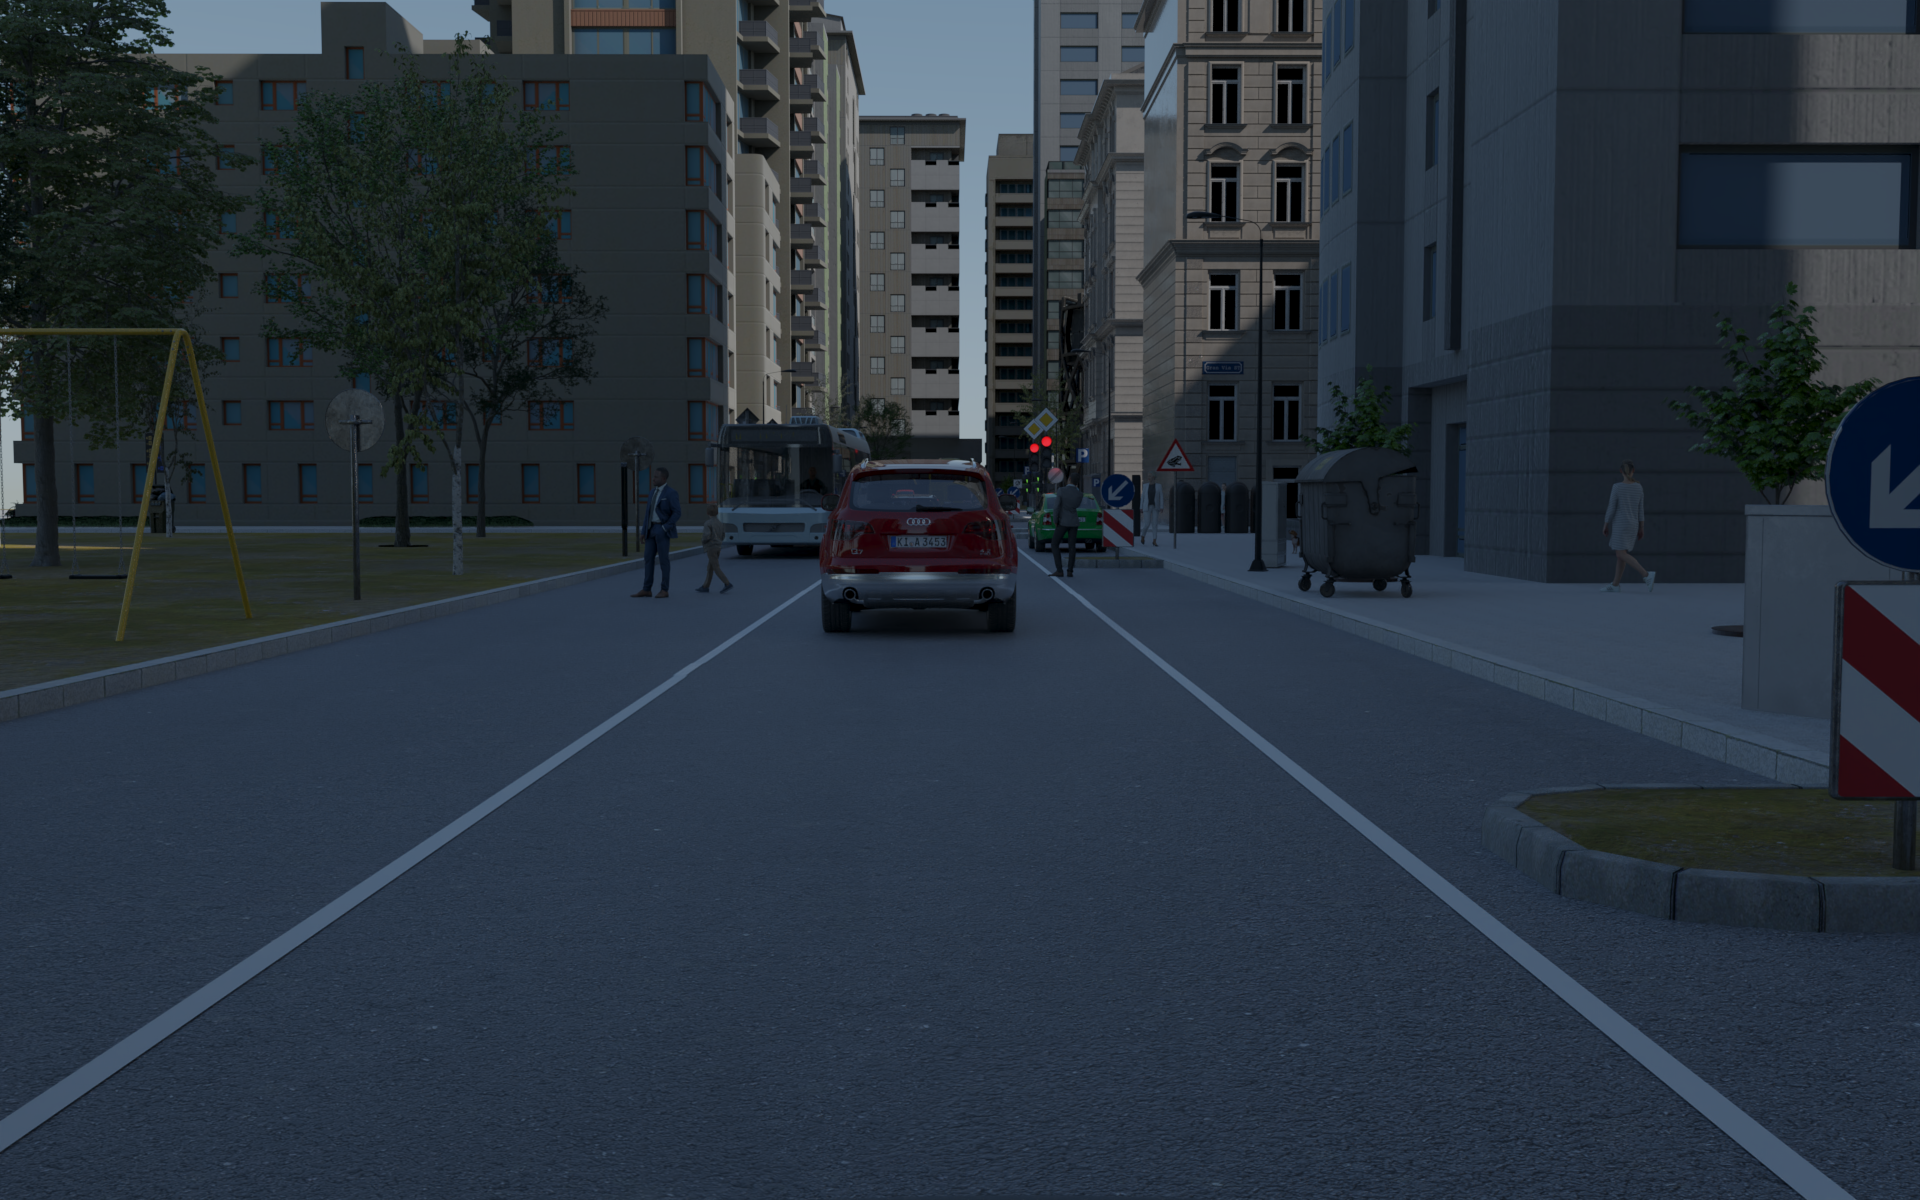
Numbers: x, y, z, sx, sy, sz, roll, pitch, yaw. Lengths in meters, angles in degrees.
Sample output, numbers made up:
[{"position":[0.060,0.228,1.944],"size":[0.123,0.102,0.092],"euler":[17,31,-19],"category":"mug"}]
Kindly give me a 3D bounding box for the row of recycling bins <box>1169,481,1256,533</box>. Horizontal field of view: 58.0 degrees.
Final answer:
[{"position":[8.641,-3.036,56.760],"size":[3.534,1.692,1.069],"euler":[0,4,-3],"category":"row of recycling bins"}]

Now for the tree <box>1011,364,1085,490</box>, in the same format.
[{"position":[5.023,-9.107,99.255],"size":[4.737,8.622,4.395],"euler":[0,3,0],"category":"tree"}]

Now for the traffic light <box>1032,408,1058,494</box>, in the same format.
[{"position":[2.777,-4.123,56.334],"size":[0.839,4.253,0.868],"euler":[0,4,0],"category":"traffic light"}]

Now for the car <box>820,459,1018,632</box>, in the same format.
[{"position":[-0.458,-0.663,19.507],"size":[2.281,1.827,5.304],"euler":[0,4,-1],"category":"car"}]

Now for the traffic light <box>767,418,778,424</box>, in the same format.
[{"position":[-6.932,-4.607,64.245],"size":[0.839,4.253,0.868],"euler":[0,4,0],"category":"traffic light"}]

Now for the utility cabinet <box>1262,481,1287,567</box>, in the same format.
[{"position":[5.514,-1.326,30.361],"size":[0.318,1.500,1.173],"euler":[1,4,18],"category":"utility cabinet"}]

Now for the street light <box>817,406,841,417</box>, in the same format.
[{"position":[-6.990,-7.271,91.422],"size":[1.470,5.913,1.316],"euler":[0,4,0],"category":"street light"}]

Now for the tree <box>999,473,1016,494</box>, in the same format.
[{"position":[4.675,-10.401,164.657],"size":[1.663,3.219,1.824],"euler":[0,3,0],"category":"tree"}]

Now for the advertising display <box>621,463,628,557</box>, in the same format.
[{"position":[-6.949,-1.876,35.885],"size":[0.123,1.923,0.974],"euler":[-1,4,-10],"category":"advertising display"}]

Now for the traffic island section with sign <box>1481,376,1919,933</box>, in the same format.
[{"position":[3.127,0.124,6.602],"size":[1.989,1.847,2.006],"euler":[0,4,0],"category":"traffic island section with sign"}]

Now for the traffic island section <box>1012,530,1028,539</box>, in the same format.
[{"position":[2.818,-2.090,56.448],"size":[2.009,0.180,2.903],"euler":[0,4,0],"category":"traffic island section"}]

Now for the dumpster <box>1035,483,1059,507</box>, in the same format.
[{"position":[4.559,-5.166,90.220],"size":[1.264,1.857,1.865],"euler":[0,4,0],"category":"dumpster"}]

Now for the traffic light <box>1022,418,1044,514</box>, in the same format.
[{"position":[2.729,-4.612,64.319],"size":[0.839,4.253,0.868],"euler":[0,4,0],"category":"traffic light"}]

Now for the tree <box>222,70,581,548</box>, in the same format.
[{"position":[-13.392,-7.098,41.810],"size":[9.928,11.665,9.643],"euler":[0,3,0],"category":"tree"}]

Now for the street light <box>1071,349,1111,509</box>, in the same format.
[{"position":[4.250,-5.079,55.582],"size":[1.470,5.913,1.316],"euler":[0,4,0],"category":"street light"}]

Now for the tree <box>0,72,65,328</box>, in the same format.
[{"position":[-14.116,-5.222,19.798],"size":[7.601,10.594,8.767],"euler":[0,4,7],"category":"tree"}]

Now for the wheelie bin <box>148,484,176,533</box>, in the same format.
[{"position":[-26.240,-2.999,56.948],"size":[0.980,1.594,0.693],"euler":[1,4,10],"category":"wheelie bin"}]

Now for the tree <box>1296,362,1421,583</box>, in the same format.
[{"position":[5.980,-1.883,25.381],"size":[1.663,3.219,1.824],"euler":[0,3,0],"category":"tree"}]

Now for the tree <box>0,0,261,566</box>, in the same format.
[{"position":[-16.560,-6.894,30.848],"size":[7.486,12.596,7.792],"euler":[0,3,0],"category":"tree"}]

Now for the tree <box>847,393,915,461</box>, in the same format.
[{"position":[-8.248,-15.488,178.980],"size":[9.928,11.665,9.643],"euler":[0,3,0],"category":"tree"}]

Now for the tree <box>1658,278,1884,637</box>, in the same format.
[{"position":[7.467,-1.282,15.566],"size":[1.663,3.219,1.824],"euler":[0,3,0],"category":"tree"}]

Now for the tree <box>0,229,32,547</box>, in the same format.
[{"position":[-23.567,-5.586,41.699],"size":[4.360,8.622,3.978],"euler":[0,3,0],"category":"tree"}]

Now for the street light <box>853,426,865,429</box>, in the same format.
[{"position":[-7.060,-8.964,119.103],"size":[1.470,5.913,1.316],"euler":[0,4,0],"category":"street light"}]

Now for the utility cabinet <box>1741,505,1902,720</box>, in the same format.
[{"position":[5.041,0.074,9.944],"size":[0.306,1.237,1.020],"euler":[-2,4,-30],"category":"utility cabinet"}]

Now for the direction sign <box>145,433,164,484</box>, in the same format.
[{"position":[-29.709,-4.402,63.973],"size":[0.876,3.537,0.379],"euler":[1,4,22],"category":"direction sign"}]

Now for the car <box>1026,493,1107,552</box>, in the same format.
[{"position":[2.705,-2.161,44.131],"size":[1.959,1.807,4.718],"euler":[0,4,-1],"category":"car"}]

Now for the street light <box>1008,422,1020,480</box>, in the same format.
[{"position":[3.925,-8.529,111.982],"size":[1.470,5.913,1.316],"euler":[0,4,0],"category":"street light"}]

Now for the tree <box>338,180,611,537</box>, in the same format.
[{"position":[-14.269,-7.123,50.882],"size":[8.767,10.594,7.601],"euler":[0,4,-2],"category":"tree"}]

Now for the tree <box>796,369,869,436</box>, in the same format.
[{"position":[-7.564,-9.339,103.055],"size":[4.360,8.622,3.978],"euler":[0,3,0],"category":"tree"}]

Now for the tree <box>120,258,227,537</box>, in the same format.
[{"position":[-23.565,-6.155,51.000],"size":[4.360,8.622,3.978],"euler":[0,3,0],"category":"tree"}]

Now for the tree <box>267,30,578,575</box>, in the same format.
[{"position":[-8.205,-4.702,27.241],"size":[4.737,8.622,4.395],"euler":[0,3,0],"category":"tree"}]

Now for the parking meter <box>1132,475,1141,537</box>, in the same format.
[{"position":[5.334,-2.856,52.412],"size":[0.255,1.863,0.399],"euler":[1,4,9],"category":"parking meter"}]

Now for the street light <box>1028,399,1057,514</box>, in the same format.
[{"position":[4.164,-6.853,84.580],"size":[1.470,5.913,1.316],"euler":[0,4,0],"category":"street light"}]

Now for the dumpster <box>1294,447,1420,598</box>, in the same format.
[{"position":[5.056,-0.998,22.079],"size":[1.264,1.857,1.865],"euler":[0,4,0],"category":"dumpster"}]

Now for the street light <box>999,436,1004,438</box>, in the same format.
[{"position":[3.818,-10.171,138.832],"size":[1.470,5.913,1.316],"euler":[0,4,0],"category":"street light"}]

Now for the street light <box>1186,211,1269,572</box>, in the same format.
[{"position":[4.412,-3.429,28.611],"size":[1.470,5.913,1.316],"euler":[0,4,0],"category":"street light"}]

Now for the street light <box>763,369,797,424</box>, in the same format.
[{"position":[-6.774,-5.629,64.572],"size":[1.470,5.913,1.316],"euler":[0,4,0],"category":"street light"}]

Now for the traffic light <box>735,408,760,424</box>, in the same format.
[{"position":[-6.884,-4.119,56.260],"size":[0.839,4.253,0.868],"euler":[0,4,0],"category":"traffic light"}]
